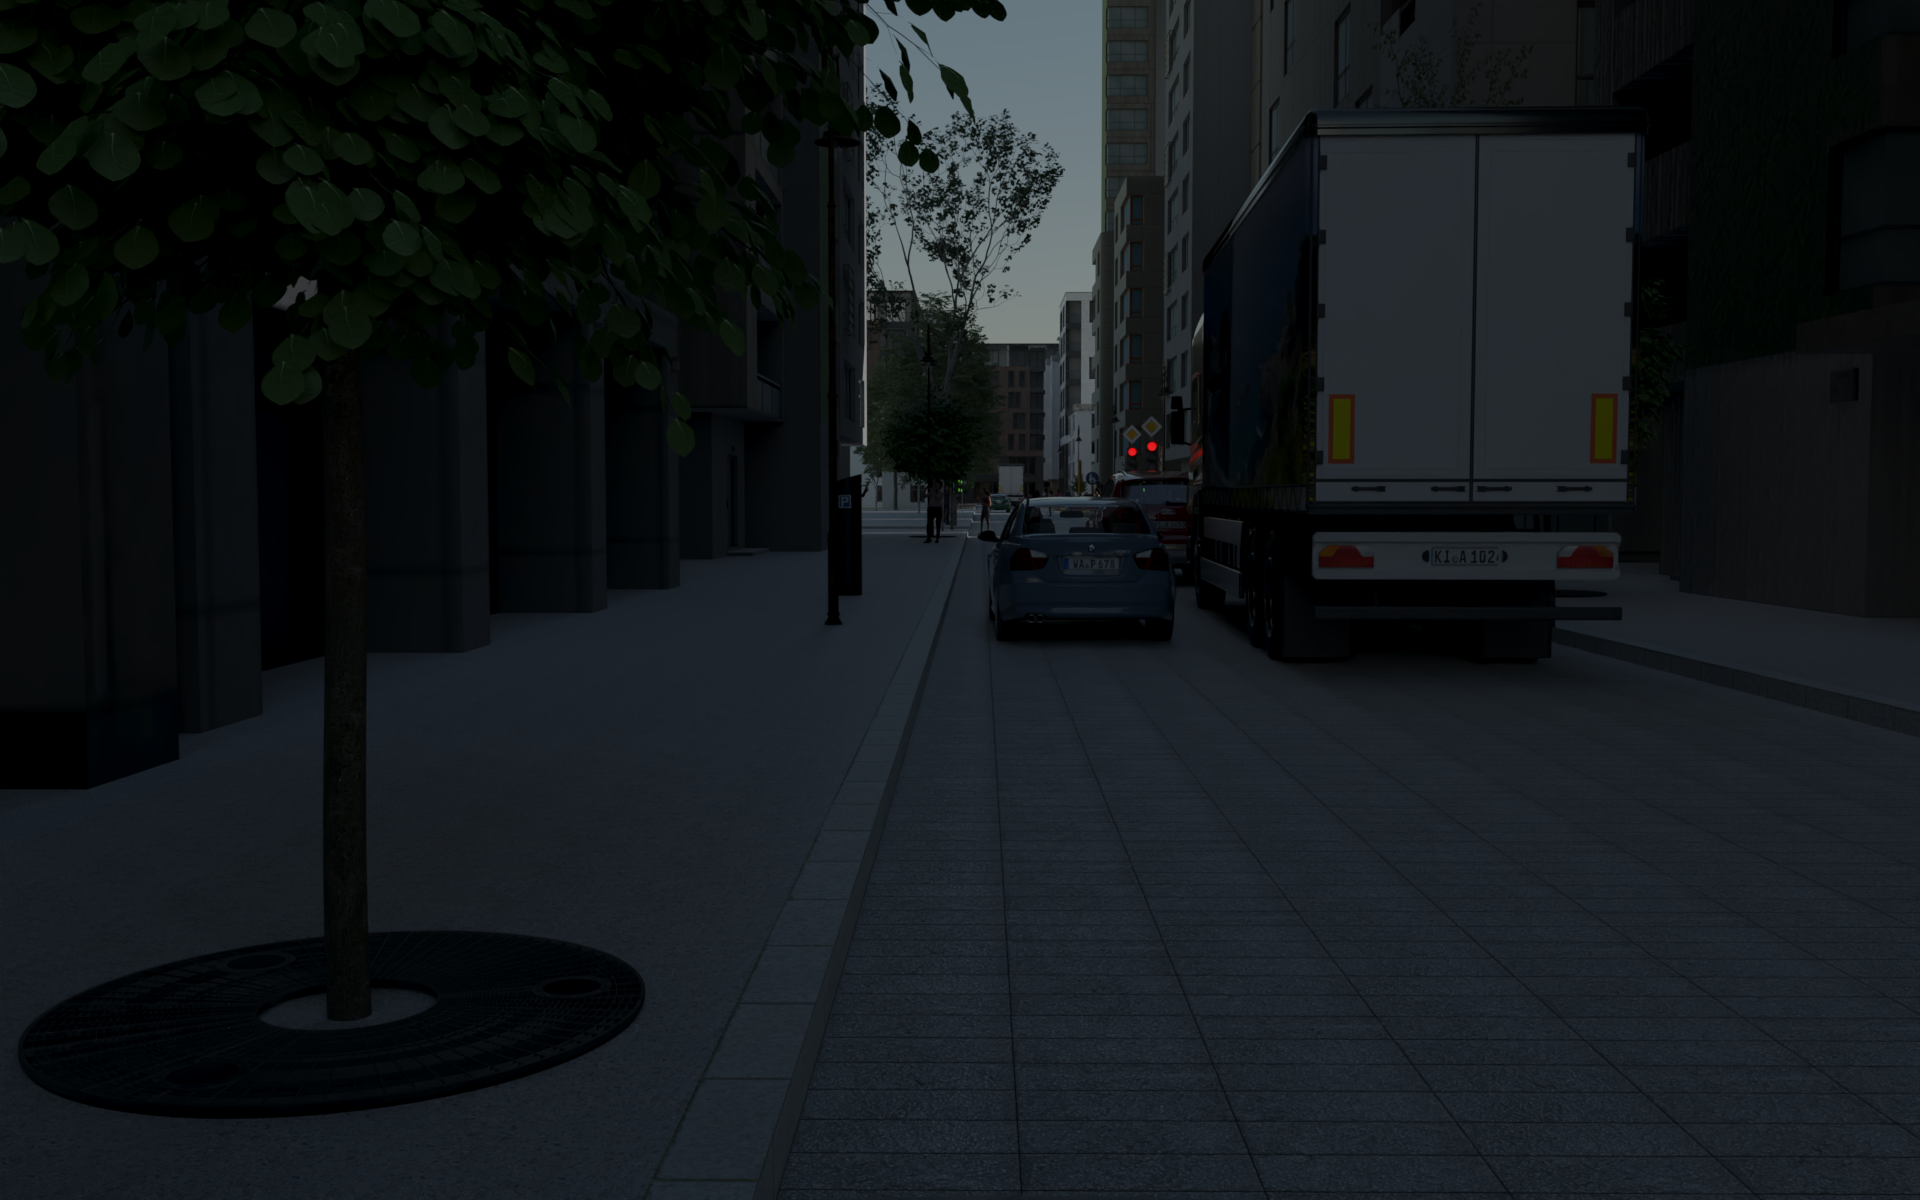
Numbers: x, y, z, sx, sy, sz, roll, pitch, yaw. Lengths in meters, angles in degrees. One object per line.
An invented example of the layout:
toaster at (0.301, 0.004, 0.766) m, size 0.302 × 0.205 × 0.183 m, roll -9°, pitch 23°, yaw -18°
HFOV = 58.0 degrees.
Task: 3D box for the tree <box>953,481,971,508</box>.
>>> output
tree at (0.496, -11.121, 176.433) m, size 1.663 × 3.219 × 1.824 m, roll 0°, pitch 3°, yaw 0°

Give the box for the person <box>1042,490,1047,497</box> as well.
person at (8.882, -10.796, 183.497) m, size 0.436 × 1.711 × 0.756 m, roll 3°, pitch 5°, yaw 42°

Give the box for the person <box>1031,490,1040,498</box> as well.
person at (1.594, -1.630, 37.621) m, size 0.387 × 1.526 × 0.523 m, roll 1°, pitch 4°, yaw 22°

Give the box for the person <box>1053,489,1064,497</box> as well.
person at (8.961, -9.250, 157.956) m, size 1.217 × 1.739 × 0.721 m, roll 0°, pitch 4°, yaw -7°

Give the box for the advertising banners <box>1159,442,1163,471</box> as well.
advertising banners at (6.877, -3.773, 57.878) m, size 0.090 × 3.025 × 2.074 m, roll 0°, pitch 4°, yaw -5°

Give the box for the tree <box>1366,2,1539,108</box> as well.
tree at (6.913, -4.660, 26.560) m, size 4.360 × 8.622 × 3.978 m, roll 0°, pitch 3°, yaw 0°

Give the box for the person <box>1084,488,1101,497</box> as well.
person at (4.383, -2.893, 57.260) m, size 0.566 × 1.644 × 0.517 m, roll 0°, pitch 4°, yaw 4°

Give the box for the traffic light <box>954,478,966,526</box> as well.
traffic light at (-0.177, -4.966, 70.109) m, size 0.839 × 4.253 × 0.868 m, roll 0°, pitch 4°, yaw 1°

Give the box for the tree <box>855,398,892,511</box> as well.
tree at (-6.282, -11.116, 132.108) m, size 4.737 × 8.622 × 4.395 m, roll 0°, pitch 3°, yaw 0°

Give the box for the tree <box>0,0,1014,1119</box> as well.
tree at (-1.435, -1.245, 4.072) m, size 4.285 × 4.588 × 4.351 m, roll 0°, pitch 3°, yaw 0°

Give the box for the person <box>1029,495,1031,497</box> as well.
person at (9.110, -12.569, 211.480) m, size 1.348 × 1.831 × 0.705 m, roll 1°, pitch 4°, yaw 19°

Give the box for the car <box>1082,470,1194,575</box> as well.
car at (3.206, -1.241, 28.971) m, size 2.281 × 1.827 × 5.304 m, roll 0°, pitch 4°, yaw 1°

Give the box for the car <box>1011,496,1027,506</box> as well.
car at (6.276, -10.871, 190.105) m, size 2.083 × 1.381 × 4.827 m, roll 0°, pitch 4°, yaw 1°

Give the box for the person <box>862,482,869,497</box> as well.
person at (-2.737, -2.391, 45.931) m, size 0.742 × 1.727 × 0.445 m, roll 0°, pitch 4°, yaw 8°

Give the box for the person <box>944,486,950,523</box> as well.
person at (-0.517, -4.252, 76.011) m, size 0.568 × 1.767 × 0.683 m, roll 1°, pitch 4°, yaw 15°

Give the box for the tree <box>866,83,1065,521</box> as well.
tree at (-1.789, -13.766, 80.962) m, size 12.611 × 20.169 × 13.585 m, roll 0°, pitch 3°, yaw 0°

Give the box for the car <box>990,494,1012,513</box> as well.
car at (2.960, -7.486, 134.196) m, size 2.131 × 1.459 × 4.920 m, roll 0°, pitch 4°, yaw -1°

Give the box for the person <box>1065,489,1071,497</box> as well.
person at (8.638, -8.045, 138.491) m, size 0.541 × 1.710 × 0.530 m, roll -1°, pitch 4°, yaw -16°

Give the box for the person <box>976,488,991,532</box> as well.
person at (0.777, -2.922, 57.745) m, size 0.593 × 1.643 × 0.415 m, roll 1°, pitch 4°, yaw 23°

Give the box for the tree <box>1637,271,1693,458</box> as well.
tree at (7.599, -2.346, 22.067) m, size 4.285 × 4.588 × 4.351 m, roll 0°, pitch 3°, yaw 0°

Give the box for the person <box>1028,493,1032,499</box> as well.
person at (8.796, -12.698, 216.884) m, size 0.697 × 1.427 × 0.421 m, roll -3°, pitch 5°, yaw -41°

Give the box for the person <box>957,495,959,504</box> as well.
person at (-0.444, -12.541, 214.284) m, size 0.628 × 1.438 × 0.799 m, roll 2°, pitch 4°, yaw 27°

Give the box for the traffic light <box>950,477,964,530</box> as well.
traffic light at (-0.271, -4.477, 62.125) m, size 0.839 × 4.253 × 0.868 m, roll 0°, pitch 4°, yaw 1°

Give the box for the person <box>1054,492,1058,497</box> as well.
person at (8.262, -8.465, 147.666) m, size 0.991 × 1.433 × 0.599 m, roll -3°, pitch 5°, yaw -43°

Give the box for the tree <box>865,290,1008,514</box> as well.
tree at (-1.037, -10.942, 97.025) m, size 7.486 × 12.596 × 7.792 m, roll 0°, pitch 3°, yaw 0°

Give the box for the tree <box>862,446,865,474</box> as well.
tree at (-1.035, -11.726, 109.840) m, size 7.486 × 12.596 × 7.792 m, roll 0°, pitch 3°, yaw 0°

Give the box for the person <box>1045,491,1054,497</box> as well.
person at (5.698, -6.156, 110.613) m, size 0.517 × 1.644 × 0.566 m, roll -1°, pitch 4°, yaw -12°

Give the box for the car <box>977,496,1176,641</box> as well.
car at (1.197, -0.378, 18.175) m, size 2.014 × 1.417 × 4.499 m, roll 0°, pitch 4°, yaw -1°

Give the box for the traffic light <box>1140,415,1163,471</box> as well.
traffic light at (6.830, -4.473, 62.058) m, size 0.839 × 4.253 × 0.868 m, roll 0°, pitch 4°, yaw 1°

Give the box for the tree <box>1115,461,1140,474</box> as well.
tree at (8.470, -5.668, 87.270) m, size 1.663 × 3.219 × 1.824 m, roll 0°, pitch 3°, yaw 0°

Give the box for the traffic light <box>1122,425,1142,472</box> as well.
traffic light at (6.923, -4.962, 70.043) m, size 0.839 × 4.253 × 0.868 m, roll 0°, pitch 4°, yaw 1°

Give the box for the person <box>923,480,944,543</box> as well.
person at (-0.687, -2.309, 45.255) m, size 0.566 × 1.644 × 0.517 m, roll -1°, pitch 4°, yaw -22°
